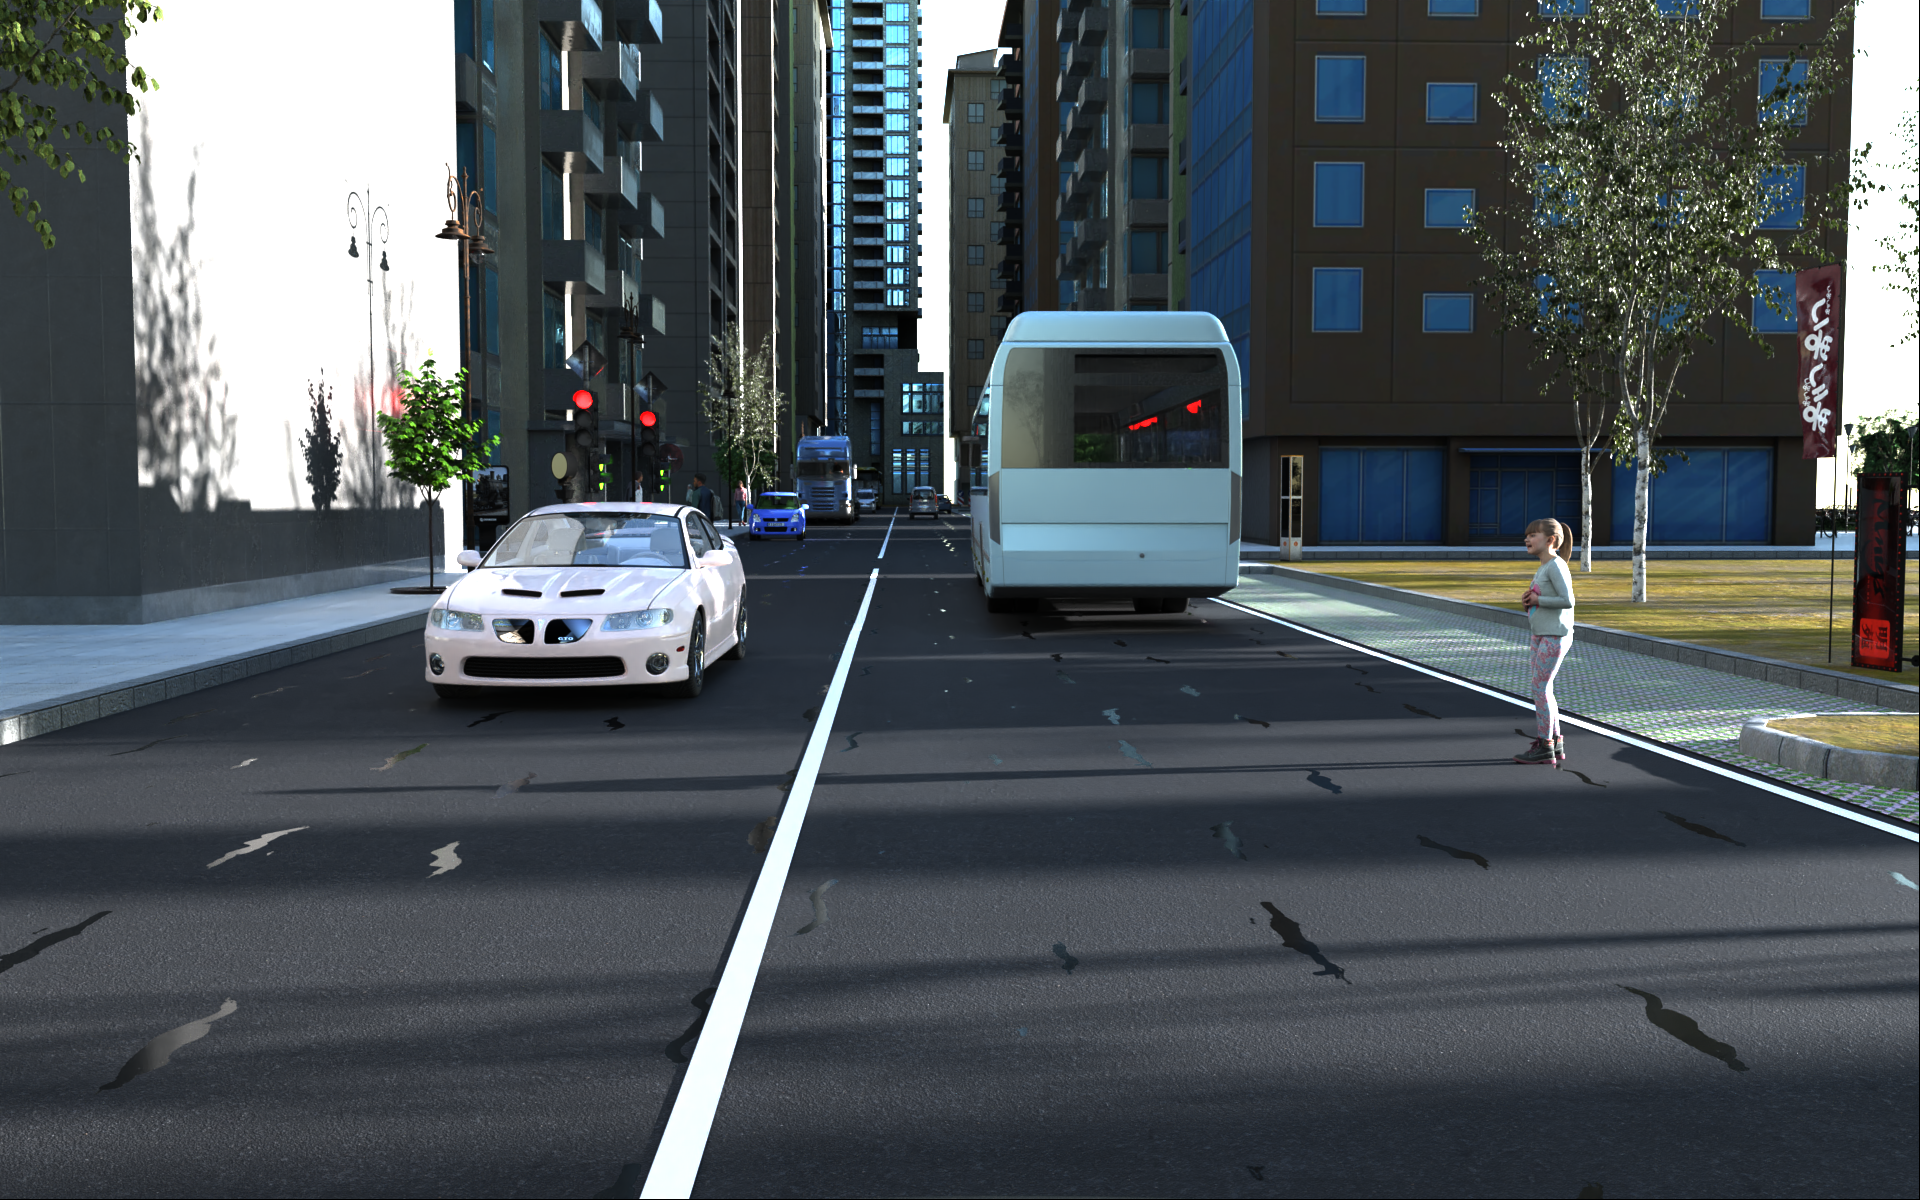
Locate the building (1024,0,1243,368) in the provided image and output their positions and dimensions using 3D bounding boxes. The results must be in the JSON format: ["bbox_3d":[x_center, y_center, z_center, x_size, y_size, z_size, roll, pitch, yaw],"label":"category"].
[{"bbox_3d":[12.192,-29.328,129.625,14.600,45.320,14.200,0,4,-2],"label":"building"}]

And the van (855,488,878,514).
[{"bbox_3d":[-7.087,-7.445,128.734,2.013,2.044,4.112,0,4,-3],"label":"van"}]

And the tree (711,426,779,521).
[{"bbox_3d":[-10.091,-5.995,81.730,4.285,4.588,4.351,0,3,0],"label":"tree"}]

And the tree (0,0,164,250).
[{"bbox_3d":[-6.922,-3.695,10.779,4.737,8.622,4.395,0,3,0],"label":"tree"}]

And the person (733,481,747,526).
[{"bbox_3d":[-8.842,-3.887,69.609,0.555,1.821,0.388,-1,4,-19],"label":"person"}]

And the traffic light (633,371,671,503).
[{"bbox_3d":[-7.047,-3.097,39.561,0.839,4.253,0.868,0,4,-2],"label":"traffic light"}]

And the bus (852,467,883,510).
[{"bbox_3d":[-8.555,-10.293,159.839,2.896,3.916,12.252,0,4,-1],"label":"bus"}]

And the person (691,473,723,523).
[{"bbox_3d":[-4.765,-1.421,31.714,0.794,1.824,0.713,-3,4,-37],"label":"person"}]

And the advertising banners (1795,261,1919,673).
[{"bbox_3d":[6.711,-1.001,12.560,0.090,3.025,2.074,-1,4,-11],"label":"advertising banners"}]

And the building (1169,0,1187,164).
[{"bbox_3d":[14.749,-23.323,64.920,14.154,41.232,14.086,0,4,-2],"label":"building"}]

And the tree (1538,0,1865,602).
[{"bbox_3d":[8.316,-4.283,20.385,4.360,8.622,3.978,0,3,0],"label":"tree"}]

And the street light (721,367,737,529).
[{"bbox_3d":[-8.384,-5.520,63.048,0.468,5.910,1.993,0,4,-2],"label":"street light"}]

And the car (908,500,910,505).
[{"bbox_3d":[-3.380,-8.094,144.921,1.945,1.354,3.894,0,4,-2],"label":"car"}]

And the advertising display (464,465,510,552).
[{"bbox_3d":[-10.562,-2.048,38.694,0.974,1.923,0.123,-1,4,-12],"label":"advertising display"}]

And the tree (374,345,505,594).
[{"bbox_3d":[-6.783,-1.713,22.603,1.663,3.219,1.824,0,3,0],"label":"tree"}]

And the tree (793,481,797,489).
[{"bbox_3d":[-10.088,-7.190,112.164,1.663,3.219,1.824,0,3,0],"label":"tree"}]

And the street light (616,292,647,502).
[{"bbox_3d":[-7.517,-4.098,39.790,0.468,5.910,1.993,0,4,-2],"label":"street light"}]

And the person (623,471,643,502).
[{"bbox_3d":[-7.829,-2.177,41.731,0.850,1.850,0.679,0,4,5],"label":"person"}]

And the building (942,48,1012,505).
[{"bbox_3d":[11.891,-38.231,214.313,27.495,52.752,28.713,0,4,-2],"label":"building"}]

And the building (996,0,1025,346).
[{"bbox_3d":[14.523,-30.373,151.225,22.147,44.769,28.867,0,4,-2],"label":"building"}]

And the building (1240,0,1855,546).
[{"bbox_3d":[14.229,-24.321,47.757,14.200,45.320,14.600,0,4,-2],"label":"building"}]

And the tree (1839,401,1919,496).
[{"bbox_3d":[59.654,-8.662,104.534,11.467,7.101,20.602,-1,4,-11],"label":"tree"}]

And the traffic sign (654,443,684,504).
[{"bbox_3d":[-7.294,-2.647,43.379,0.768,2.556,0.104,0,4,6],"label":"traffic sign"}]

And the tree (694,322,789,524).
[{"bbox_3d":[-9.043,-7.519,73.292,4.360,8.622,3.978,0,3,0],"label":"tree"}]

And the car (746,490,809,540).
[{"bbox_3d":[-5.744,-2.759,54.701,1.945,1.707,3.694,0,4,-4],"label":"car"}]

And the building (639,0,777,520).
[{"bbox_3d":[-20.848,-40.161,94.886,20.563,71.187,20.611,0,4,-2],"label":"building"}]

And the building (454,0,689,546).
[{"bbox_3d":[-21.568,-26.545,53.614,23.786,49.044,30.456,0,4,-2],"label":"building"}]

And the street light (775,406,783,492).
[{"bbox_3d":[-9.030,-6.945,86.334,0.468,5.910,1.993,0,4,-2],"label":"street light"}]

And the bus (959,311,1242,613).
[{"bbox_3d":[1.506,-1.787,24.074,2.948,3.499,13.247,0,4,-1],"label":"bus"}]

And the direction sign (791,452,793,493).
[{"bbox_3d":[-9.004,-6.178,93.014,0.379,3.537,0.876,0,4,1],"label":"direction sign"}]

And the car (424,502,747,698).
[{"bbox_3d":[-2.778,-0.081,13.684,2.083,1.381,4.827,0,4,-1],"label":"car"}]

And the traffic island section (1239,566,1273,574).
[{"bbox_3d":[4.516,-0.600,32.088,2.009,0.180,2.903,0,4,-2],"label":"traffic island section"}]

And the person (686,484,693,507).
[{"bbox_3d":[-13.305,-4.844,85.734,0.515,1.767,0.782,1,4,9],"label":"person"}]

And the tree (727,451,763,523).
[{"bbox_3d":[-9.895,-5.073,77.540,1.663,3.219,1.824,0,3,0],"label":"tree"}]

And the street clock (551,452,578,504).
[{"bbox_3d":[-6.852,-1.558,30.036,0.471,2.002,0.358,3,5,40],"label":"street clock"}]

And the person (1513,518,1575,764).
[{"bbox_3d":[3.125,0.214,9.274,0.394,1.301,0.425,-1,4,-17],"label":"person"}]

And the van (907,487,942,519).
[{"bbox_3d":[-2.062,-5.647,99.332,2.013,2.044,4.112,0,4,-1],"label":"van"}]

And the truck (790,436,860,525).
[{"bbox_3d":[-6.407,-5.891,86.069,2.967,4.110,18.799,0,4,-2],"label":"truck"}]

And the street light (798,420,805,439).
[{"bbox_3d":[-9.886,-8.322,108.844,0.468,5.910,1.993,0,4,-2],"label":"street light"}]

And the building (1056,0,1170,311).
[{"bbox_3d":[17.072,-29.075,94.990,23.786,49.044,30.456,0,4,-2],"label":"building"}]

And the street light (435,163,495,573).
[{"bbox_3d":[-6.993,-3.170,24.621,0.468,5.910,1.993,0,4,-2],"label":"street light"}]

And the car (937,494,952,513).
[{"bbox_3d":[-1.547,-7.159,129.051,2.014,1.417,4.499,0,4,-2],"label":"car"}]

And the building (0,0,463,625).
[{"bbox_3d":[-23.162,-12.459,22.775,30.058,24.678,14.314,0,4,-2],"label":"building"}]

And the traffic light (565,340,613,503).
[{"bbox_3d":[-6.779,-2.609,31.581,0.839,4.253,0.868,0,4,-2],"label":"traffic light"}]

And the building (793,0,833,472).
[{"bbox_3d":[-27.005,-35.801,174.591,27.495,52.752,28.713,0,4,-2],"label":"building"}]

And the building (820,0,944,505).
[{"bbox_3d":[-17.649,-54.781,208.346,31.000,86.520,22.319,0,4,-2],"label":"building"}]

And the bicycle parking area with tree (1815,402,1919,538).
[{"bbox_3d":[27.280,-4.096,53.972,8.231,4.147,9.016,1,4,16],"label":"bicycle parking area with tree"}]

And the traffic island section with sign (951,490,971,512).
[{"bbox_3d":[-0.066,-9.791,168.707,1.989,1.847,2.006,0,4,-2],"label":"traffic island section with sign"}]

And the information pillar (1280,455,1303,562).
[{"bbox_3d":[6.302,-1.740,32.933,0.304,2.012,0.304,-2,4,-28],"label":"information pillar"}]

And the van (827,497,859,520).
[{"bbox_3d":[-6.671,-5.547,97.709,2.013,2.044,4.112,0,4,-2],"label":"van"}]

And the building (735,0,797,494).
[{"bbox_3d":[-18.976,-26.751,120.967,14.154,41.232,14.086,0,4,-2],"label":"building"}]

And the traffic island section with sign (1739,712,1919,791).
[{"bbox_3d":[5.298,-0.029,9.095,1.989,1.847,2.006,0,4,-2],"label":"traffic island section with sign"}]
